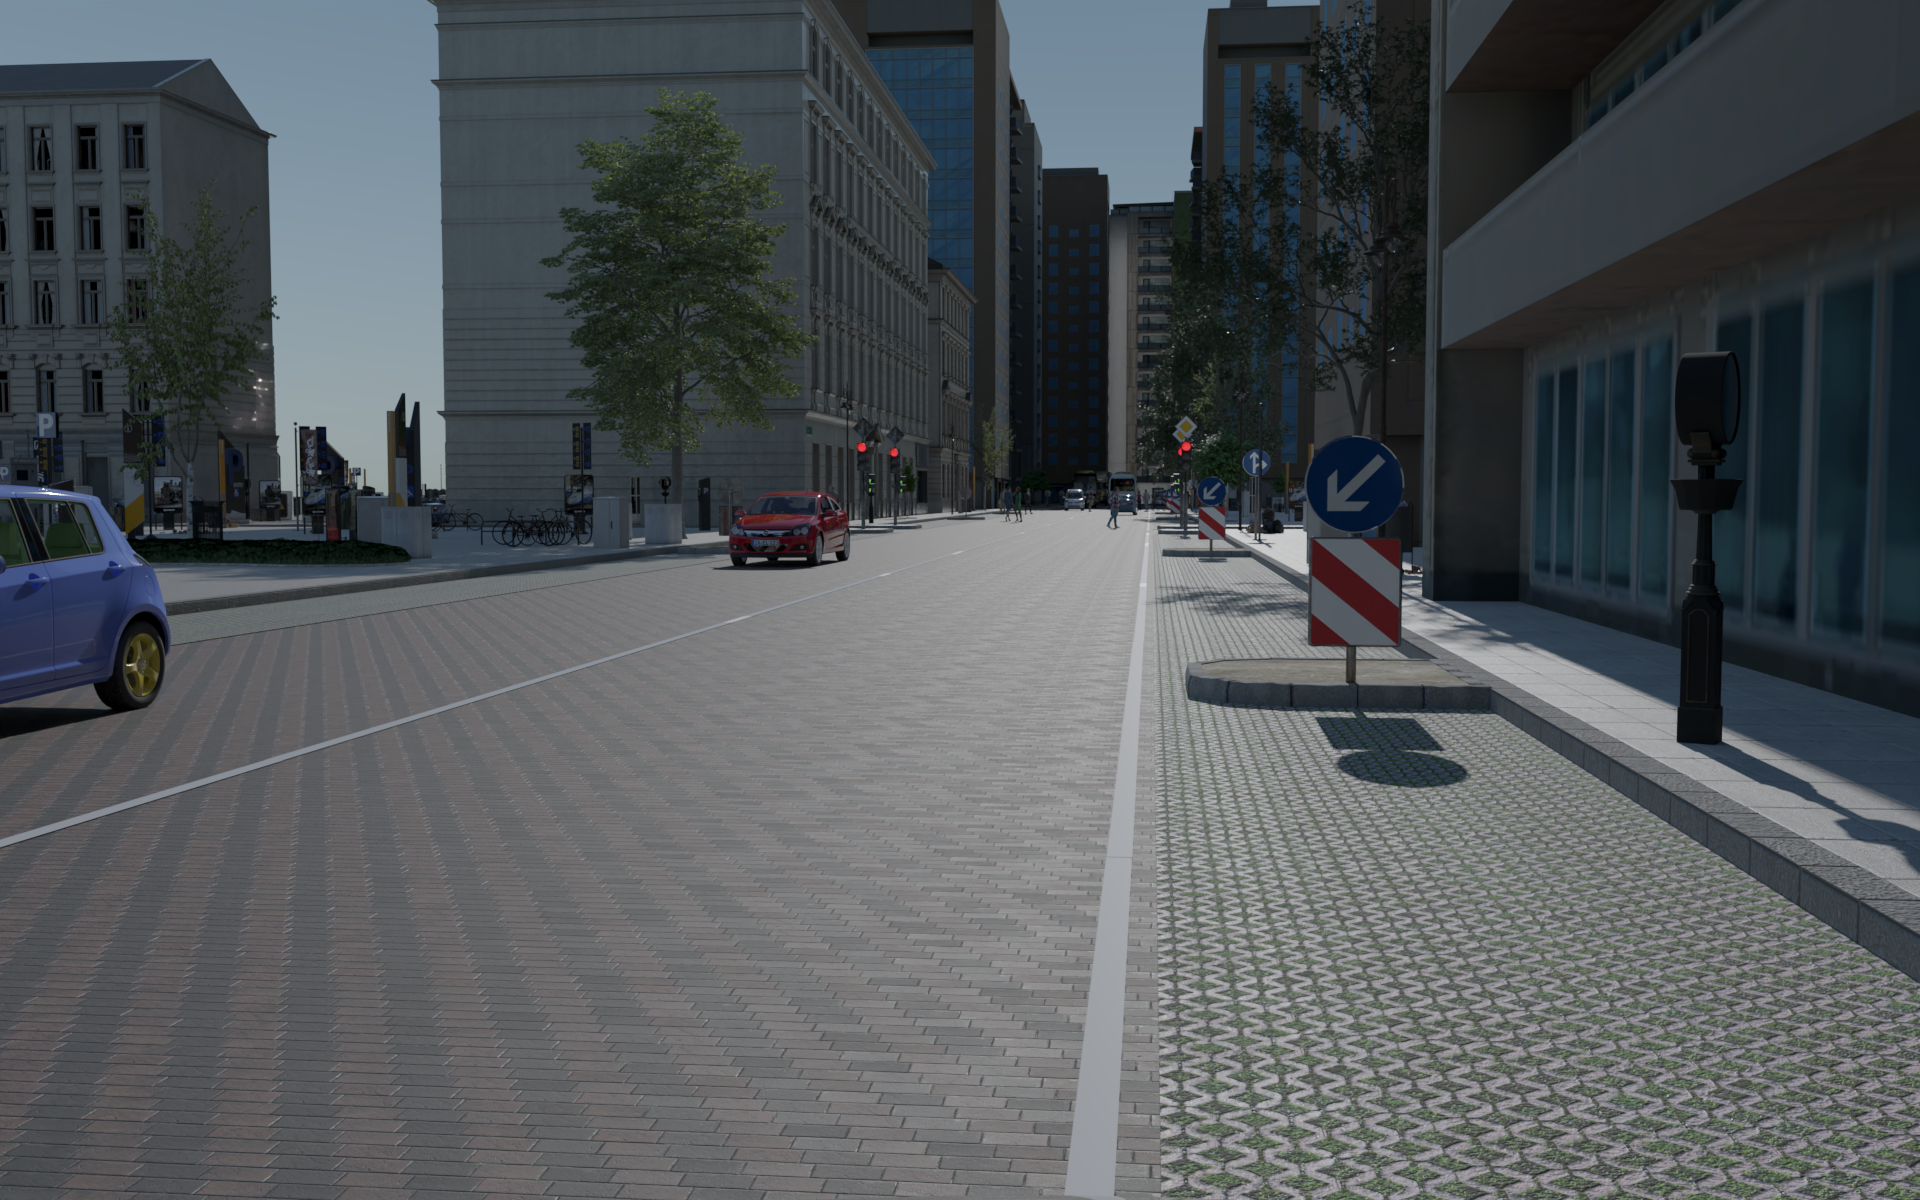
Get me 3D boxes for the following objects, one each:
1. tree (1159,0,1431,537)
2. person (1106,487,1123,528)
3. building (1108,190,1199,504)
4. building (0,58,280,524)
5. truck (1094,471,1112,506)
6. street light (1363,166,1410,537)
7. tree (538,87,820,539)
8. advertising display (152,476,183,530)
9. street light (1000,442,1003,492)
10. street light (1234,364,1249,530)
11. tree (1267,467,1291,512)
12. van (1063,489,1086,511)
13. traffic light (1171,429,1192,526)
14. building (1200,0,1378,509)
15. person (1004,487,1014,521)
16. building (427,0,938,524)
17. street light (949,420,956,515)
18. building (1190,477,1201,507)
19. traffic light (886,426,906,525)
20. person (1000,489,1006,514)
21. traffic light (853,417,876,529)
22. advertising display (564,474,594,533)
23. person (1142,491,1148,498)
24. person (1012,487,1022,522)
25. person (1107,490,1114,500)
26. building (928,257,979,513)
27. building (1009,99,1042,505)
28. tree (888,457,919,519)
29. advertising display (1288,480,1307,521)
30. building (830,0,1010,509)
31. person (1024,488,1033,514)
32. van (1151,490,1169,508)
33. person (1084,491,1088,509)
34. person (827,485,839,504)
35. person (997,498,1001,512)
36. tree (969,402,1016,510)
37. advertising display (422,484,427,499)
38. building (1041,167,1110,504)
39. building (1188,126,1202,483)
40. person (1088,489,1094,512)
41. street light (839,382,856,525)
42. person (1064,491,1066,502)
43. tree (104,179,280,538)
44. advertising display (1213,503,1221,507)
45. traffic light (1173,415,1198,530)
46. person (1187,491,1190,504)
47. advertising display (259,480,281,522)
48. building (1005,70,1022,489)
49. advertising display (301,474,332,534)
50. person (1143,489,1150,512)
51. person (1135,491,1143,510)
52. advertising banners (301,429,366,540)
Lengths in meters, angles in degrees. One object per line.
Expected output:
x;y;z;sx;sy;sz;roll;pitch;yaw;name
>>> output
7.473;-6.044;33.236;8.767;10.594;7.601;2;4;32;tree
6.514;-3.889;72.930;0.643;1.720;0.563;1;4;17;person
27.238;-33.774;235.792;14.086;41.232;14.154;0;4;6;building
-42.480;-14.122;80.044;18.267;20.994;9.793;0;4;6;building
17.517;-13.965;217.247;2.839;4.237;11.283;0;4;8;truck
6.080;-3.183;24.834;0.468;5.910;1.993;0;4;6;street light
-7.832;-7.982;48.629;7.486;12.596;7.792;0;3;0;tree
-28.263;-3.462;61.813;0.974;1.923;0.123;-2;4;-35;advertising display
3.527;-10.570;145.610;0.468;5.910;1.993;0;4;6;street light
9.970;-5.423;61.458;0.468;5.910;1.993;0;4;6;street light
22.952;-7.886;123.531;1.663;3.219;1.824;0;3;0;tree
9.908;-8.731;149.755;2.013;2.044;4.112;0;4;6;van
8.949;-4.957;69.970;0.839;4.253;0.868;0;4;6;traffic light
29.129;-31.043;157.657;14.600;45.320;14.200;0;4;6;building
2.533;-5.095;91.834;0.581;1.822;0.654;3;5;44;person
-12.020;-19.445;94.336;17.030;29.872;44.131;0;4;6;building
-0.486;-8.309;108.637;0.468;5.910;1.993;0;4;6;street light
39.891;-29.603;175.897;32.217;40.220;23.993;0;4;6;building
-2.644;-5.034;71.229;0.839;4.253;0.868;0;4;6;traffic light
3.000;-6.872;120.960;0.391;1.810;0.635;-2;4;-29;person
-3.520;-4.549;63.292;0.839;4.253;0.868;0;4;6;traffic light
-12.479;-3.153;56.758;0.974;1.923;0.123;-2;4;-32;advertising display
23.139;-12.628;214.972;1.348;1.824;0.705;-3;5;-41;person
2.970;-4.849;88.029;0.529;1.795;0.600;-2;4;-26;person
13.759;-8.995;155.559;0.705;1.826;1.348;-3;4;-37;person
-4.858;-15.969;125.718;10.561;19.102;19.286;0;4;6;building
-1.187;-35.911;210.850;21.600;48.544;21.300;0;4;6;building
-2.735;-5.870;90.574;1.663;3.219;1.824;0;3;0;tree
15.906;-4.658;81.377;0.974;1.923;0.123;1;4;9;advertising display
-3.075;-30.817;153.965;14.600;45.320;14.200;0;4;6;building
4.858;-6.985;122.478;0.659;1.850;0.755;-2;4;-33;person
20.875;-10.561;179.681;2.013;2.044;4.112;0;4;5;van
12.104;-9.823;169.644;0.750;1.759;0.617;-1;4;-9;person
-4.987;-3.532;66.643;0.834;1.777;0.661;3;4;36;person
2.866;-6.854;125.584;0.382;1.210;0.505;-3;5;-44;person
2.223;-11.531;138.897;4.360;8.622;3.978;0;3;0;tree
-33.338;-6.275;107.807;0.123;1.923;0.974;-2;4;-27;advertising display
13.138;-35.885;236.832;14.200;45.320;14.600;0;4;6;building
37.976;-33.527;202.792;22.147;44.769;28.867;0;4;6;building
10.549;-8.020;139.597;0.573;1.828;0.580;-1;4;-16;person
-4.659;-6.053;71.749;0.468;5.910;1.993;0;4;6;street light
12.663;-12.231;208.488;1.348;1.823;0.705;3;4;39;person
-18.271;-5.540;40.943;4.737;8.622;4.395;0;3;0;tree
12.679;-4.930;85.815;0.123;1.923;0.974;2;4;35;advertising display
8.073;-4.472;62.033;0.839;4.253;0.868;0;4;6;traffic light
29.667;-13.302;225.624;0.705;1.869;1.348;3;5;43;person
-32.259;-4.634;80.986;0.974;1.923;0.123;-2;4;-35;advertising display
-5.274;-31.896;176.123;22.147;44.769;28.867;0;4;6;building
-20.651;-3.084;55.643;0.974;1.923;0.123;-3;5;-43;advertising display
15.214;-8.122;141.386;0.635;1.810;0.391;-2;4;-35;person
15.893;-8.799;153.046;1.217;1.739;0.721;-2;4;-32;person
-16.836;-3.079;46.533;2.074;3.025;0.090;1;4;20;advertising banners
